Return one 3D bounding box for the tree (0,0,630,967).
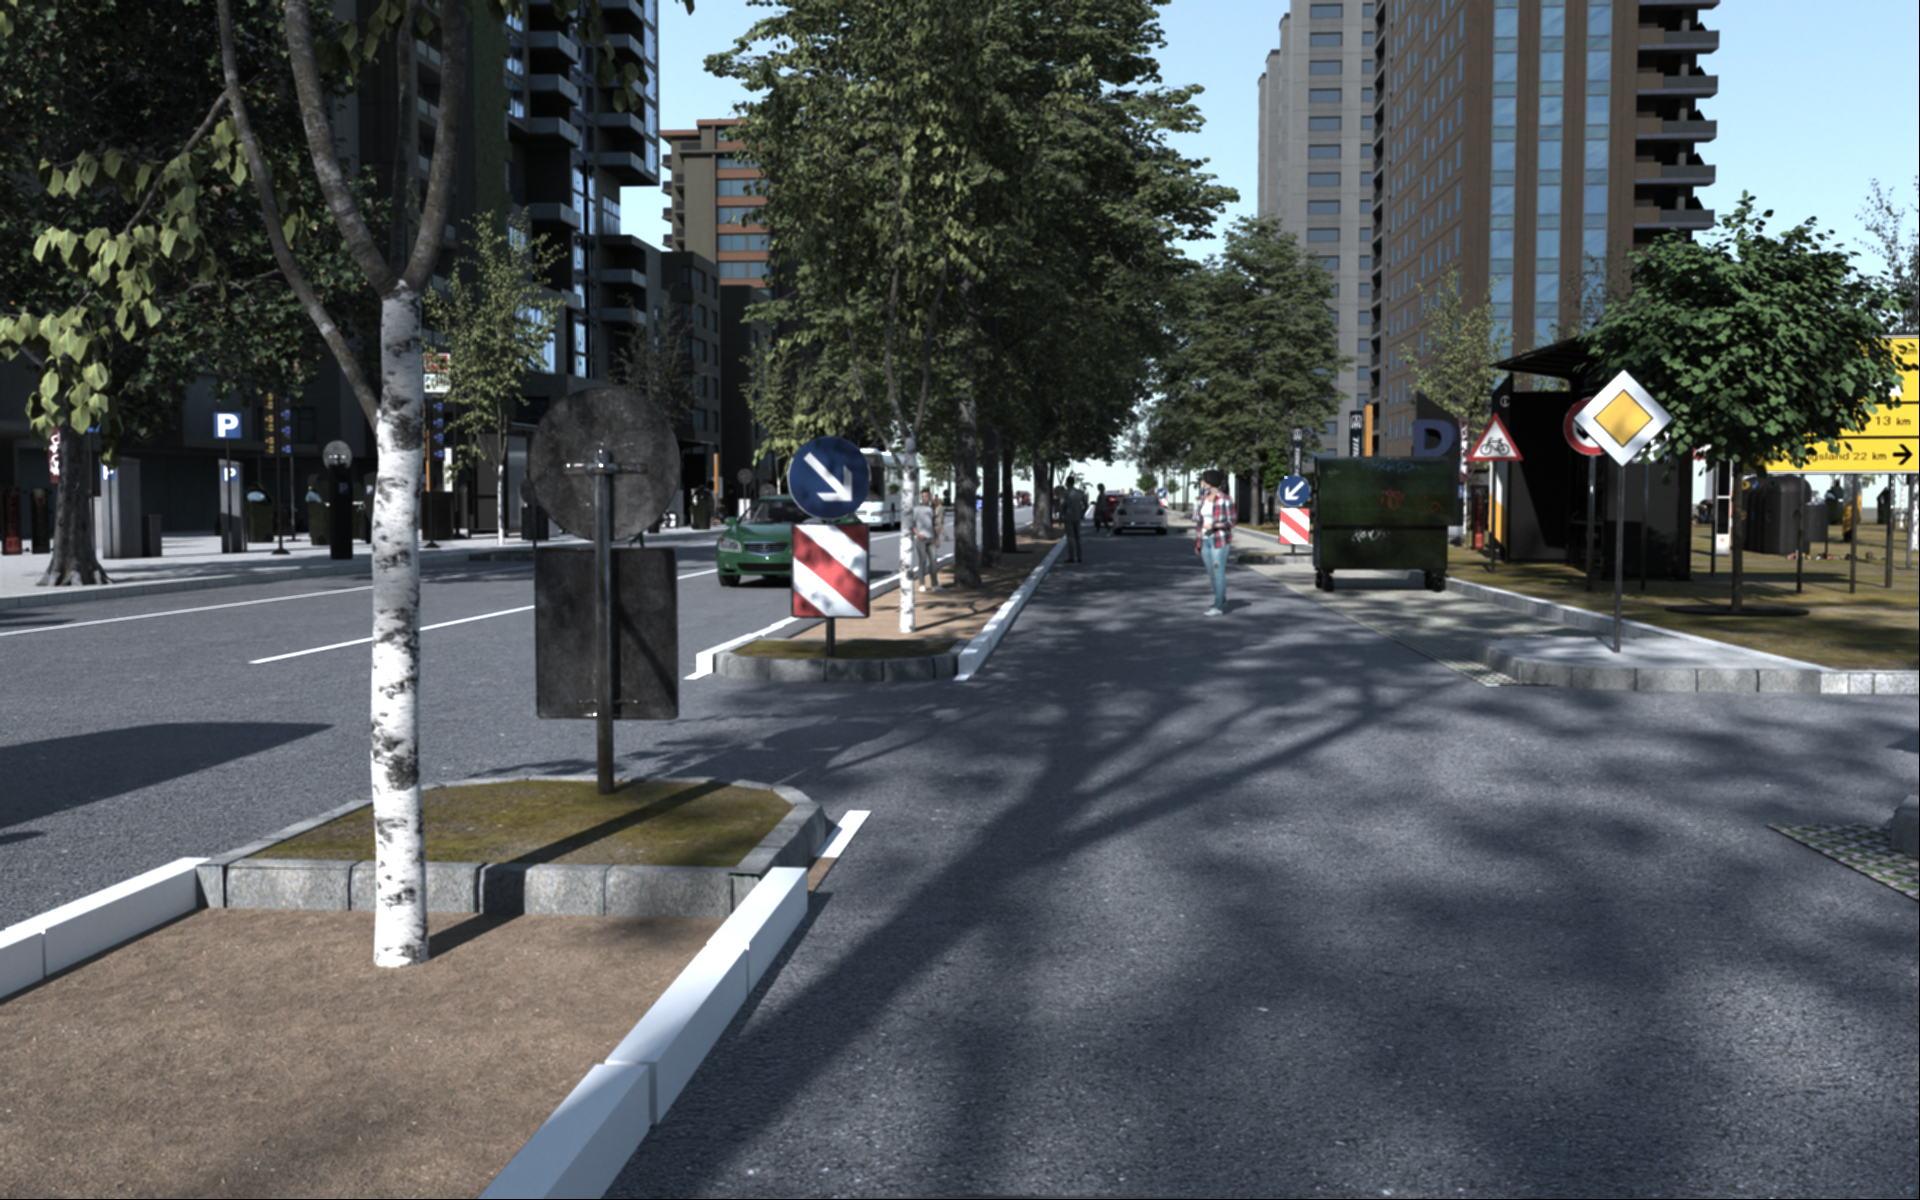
[{"bbox_3d":[-1.723,-3.207,5.261,4.737,8.622,4.395,0,3,0],"label":"tree"}]

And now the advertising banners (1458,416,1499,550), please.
[{"bbox_3d":[11.915,-2.661,39.692,2.074,3.025,0.090,-3,5,-44],"label":"advertising banners"}]

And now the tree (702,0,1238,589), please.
[{"bbox_3d":[0.175,-6.407,25.340,7.486,12.596,7.792,0,3,0],"label":"tree"}]

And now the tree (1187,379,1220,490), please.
[{"bbox_3d":[14.979,-9.234,101.345,4.737,8.622,4.395,0,3,0],"label":"tree"}]

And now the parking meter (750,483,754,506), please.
[{"bbox_3d":[-10.560,-5.048,88.250,0.255,1.863,0.399,-1,4,-12],"label":"parking meter"}]

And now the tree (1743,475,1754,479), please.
[{"bbox_3d":[38.662,-8.224,84.829,4.360,8.622,3.978,0,3,0],"label":"tree"}]

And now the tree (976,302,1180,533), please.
[{"bbox_3d":[3.164,-7.655,62.026,8.767,10.594,7.601,0,4,5],"label":"tree"}]

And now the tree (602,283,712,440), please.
[{"bbox_3d":[-10.827,-6.778,61.175,4.360,8.622,3.978,0,3,0],"label":"tree"}]

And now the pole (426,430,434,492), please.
[{"bbox_3d":[-16.787,-3.732,54.860,0.158,3.312,0.155,0,3,0],"label":"pole"}]

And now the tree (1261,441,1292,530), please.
[{"bbox_3d":[11.387,-4.168,62.741,1.663,3.219,1.824,0,3,0],"label":"tree"}]

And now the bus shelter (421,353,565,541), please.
[{"bbox_3d":[-13.930,-4.538,51.824,2.179,5.291,8.768,0,4,5],"label":"bus shelter"}]

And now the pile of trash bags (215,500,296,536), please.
[{"bbox_3d":[-21.015,-2.664,53.301,3.447,1.369,1.912,-2,4,-35],"label":"pile of trash bags"}]

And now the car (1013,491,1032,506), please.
[{"bbox_3d":[7.524,-12.281,209.462,2.281,1.827,5.304,0,4,6],"label":"car"}]

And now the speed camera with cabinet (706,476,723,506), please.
[{"bbox_3d":[-13.338,-5.867,90.260,2.038,3.252,0.660,2,4,31],"label":"speed camera with cabinet"}]

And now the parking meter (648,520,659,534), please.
[{"bbox_3d":[-9.981,-2.934,56.385,0.372,1.533,0.369,0,3,0],"label":"parking meter"}]

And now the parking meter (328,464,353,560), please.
[{"bbox_3d":[-12.132,-1.728,33.963,0.255,1.863,0.399,3,5,42],"label":"parking meter"}]

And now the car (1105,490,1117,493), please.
[{"bbox_3d":[15.673,-10.374,178.292,2.281,1.827,5.304,0,4,3],"label":"car"}]

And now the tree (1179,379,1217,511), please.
[{"bbox_3d":[17.939,-12.239,134.524,7.601,10.594,8.767,1,4,15],"label":"tree"}]

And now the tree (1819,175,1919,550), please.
[{"bbox_3d":[21.601,-5.441,39.330,4.360,8.622,3.978,0,3,0],"label":"tree"}]

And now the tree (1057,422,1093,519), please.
[{"bbox_3d":[5.157,-8.250,87.709,4.360,8.622,3.978,0,3,0],"label":"tree"}]

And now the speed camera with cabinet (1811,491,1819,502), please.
[{"bbox_3d":[39.125,-5.312,81.183,2.038,3.252,0.660,2,4,33],"label":"speed camera with cabinet"}]

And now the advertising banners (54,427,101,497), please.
[{"bbox_3d":[-22.166,-2.928,44.066,2.074,3.025,0.090,-1,4,-11],"label":"advertising banners"}]

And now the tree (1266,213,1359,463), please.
[{"bbox_3d":[12.356,-9.296,70.114,7.486,12.596,7.792,0,3,0],"label":"tree"}]

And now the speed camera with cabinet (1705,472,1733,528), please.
[{"bbox_3d":[29.464,-4.400,66.270,2.038,3.252,0.660,-2,4,-26],"label":"speed camera with cabinet"}]

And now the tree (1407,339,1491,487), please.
[{"bbox_3d":[22.966,-8.012,81.353,4.360,8.622,3.978,0,3,0],"label":"tree"}]

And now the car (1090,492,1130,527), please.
[{"bbox_3d":[6.820,-4.115,76.318,2.155,1.783,4.494,0,4,4],"label":"car"}]

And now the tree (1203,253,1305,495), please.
[{"bbox_3d":[14.005,-11.283,91.137,9.857,13.997,8.962,0,3,0],"label":"tree"}]

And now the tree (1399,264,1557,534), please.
[{"bbox_3d":[16.032,-6.393,54.888,4.737,8.622,4.395,0,3,0],"label":"tree"}]

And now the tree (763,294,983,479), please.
[{"bbox_3d":[-6.812,-11.732,102.193,12.009,13.543,11.850,0,3,0],"label":"tree"}]

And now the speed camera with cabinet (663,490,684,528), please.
[{"bbox_3d":[-11.263,-4.442,66.964,0.660,3.252,2.038,0,4,8],"label":"speed camera with cabinet"}]

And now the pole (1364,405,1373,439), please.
[{"bbox_3d":[9.362,-2.811,39.798,0.158,3.312,0.155,0,3,0],"label":"pole"}]

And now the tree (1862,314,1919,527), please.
[{"bbox_3d":[36.366,-7.117,66.728,4.737,8.622,4.395,0,3,0],"label":"tree"}]

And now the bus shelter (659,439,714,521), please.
[{"bbox_3d":[-12.408,-5.226,76.728,1.731,3.624,6.357,0,4,5],"label":"bus shelter"}]

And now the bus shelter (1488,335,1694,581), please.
[{"bbox_3d":[10.247,-2.278,28.527,1.731,3.624,6.357,0,4,4],"label":"bus shelter"}]

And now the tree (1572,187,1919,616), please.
[{"bbox_3d":[8.456,-2.146,18.801,4.285,4.588,4.351,0,3,0],"label":"tree"}]

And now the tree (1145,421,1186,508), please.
[{"bbox_3d":[19.210,-12.840,160.303,4.360,8.622,3.978,0,3,0],"label":"tree"}]

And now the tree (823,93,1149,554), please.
[{"bbox_3d":[1.087,-6.942,41.710,9.928,11.665,9.643,0,3,0],"label":"tree"}]

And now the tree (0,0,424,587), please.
[{"bbox_3d":[-12.472,-6.561,24.287,9.611,12.733,9.660,0,3,0],"label":"tree"}]

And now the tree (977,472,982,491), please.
[{"bbox_3d":[0.962,-13.551,205.273,4.285,4.588,4.351,0,3,0],"label":"tree"}]

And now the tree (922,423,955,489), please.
[{"bbox_3d":[-2.076,-13.223,166.558,4.360,8.622,3.978,0,3,0],"label":"tree"}]

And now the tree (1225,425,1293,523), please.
[{"bbox_3d":[13.473,-5.717,77.183,4.285,4.588,4.351,0,3,0],"label":"tree"}]

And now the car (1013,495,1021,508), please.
[{"bbox_3d":[5.577,-10.627,186.108,2.083,1.381,4.827,0,4,3],"label":"car"}]

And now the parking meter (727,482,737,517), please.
[{"bbox_3d":[-10.940,-4.736,83.140,0.399,1.863,0.255,0,4,4],"label":"parking meter"}]

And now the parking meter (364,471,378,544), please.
[{"bbox_3d":[-15.059,-2.368,44.434,0.399,1.863,0.255,1,4,21],"label":"parking meter"}]

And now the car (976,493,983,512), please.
[{"bbox_3d":[1.955,-7.940,139.405,1.945,1.707,3.694,0,4,4],"label":"car"}]

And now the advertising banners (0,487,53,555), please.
[{"bbox_3d":[-19.951,-2.460,36.413,0.090,3.025,2.074,1,4,18],"label":"advertising banners"}]

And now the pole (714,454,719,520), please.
[{"bbox_3d":[-12.250,-5.705,87.117,0.158,3.312,0.155,0,3,0],"label":"pole"}]

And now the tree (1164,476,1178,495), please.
[{"bbox_3d":[22.179,-11.404,181.053,1.663,3.219,1.824,0,3,0],"label":"tree"}]

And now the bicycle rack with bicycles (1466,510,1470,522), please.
[{"bbox_3d":[21.350,-3.935,77.727,2.925,0.926,2.852,1,4,20],"label":"bicycle rack with bicycles"}]

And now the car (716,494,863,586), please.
[{"bbox_3d":[-2.660,-1.011,28.327,2.131,1.459,4.920,0,4,7],"label":"car"}]

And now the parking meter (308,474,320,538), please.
[{"bbox_3d":[-19.087,-2.783,51.212,0.255,1.863,0.399,0,4,-3],"label":"parking meter"}]

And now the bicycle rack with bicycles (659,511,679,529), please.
[{"bbox_3d":[-11.743,-3.123,64.441,2.925,0.926,2.852,-1,4,-18],"label":"bicycle rack with bicycles"}]

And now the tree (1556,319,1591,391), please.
[{"bbox_3d":[25.450,-7.445,72.085,4.737,8.622,4.395,0,3,0],"label":"tree"}]

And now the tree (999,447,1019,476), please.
[{"bbox_3d":[3.835,-20.307,242.394,12.009,13.543,11.850,0,3,0],"label":"tree"}]

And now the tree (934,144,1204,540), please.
[{"bbox_3d":[2.568,-8.808,53.130,9.857,13.997,8.962,0,3,0],"label":"tree"}]

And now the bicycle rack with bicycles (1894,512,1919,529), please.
[{"bbox_3d":[35.139,-2.978,62.072,2.925,0.926,2.852,-1,4,-16],"label":"bicycle rack with bicycles"}]

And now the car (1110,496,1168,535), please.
[{"bbox_3d":[6.433,-3.043,62.116,2.083,1.381,4.827,0,4,4],"label":"car"}]

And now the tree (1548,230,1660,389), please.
[{"bbox_3d":[18.816,-6.047,49.231,4.360,8.622,3.978,0,3,0],"label":"tree"}]
